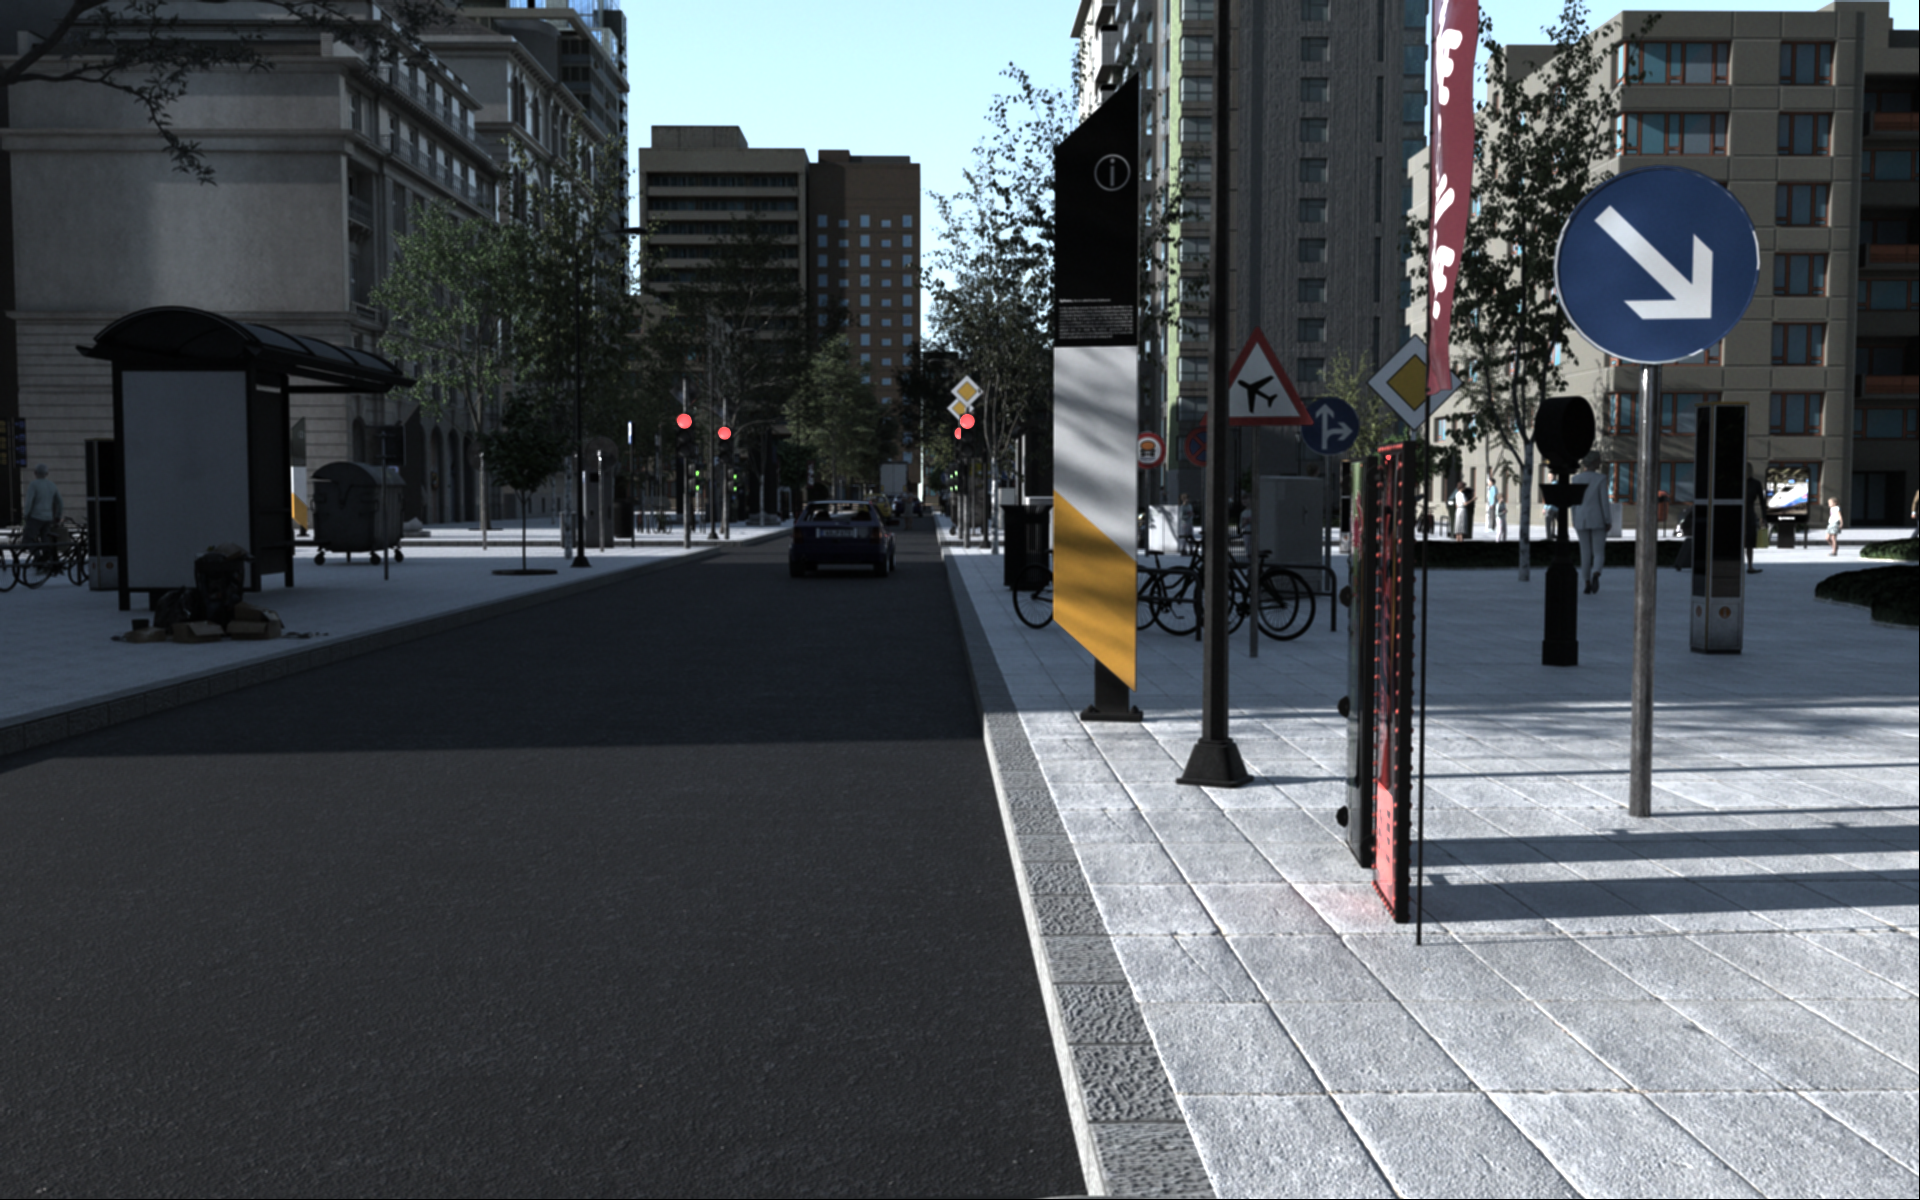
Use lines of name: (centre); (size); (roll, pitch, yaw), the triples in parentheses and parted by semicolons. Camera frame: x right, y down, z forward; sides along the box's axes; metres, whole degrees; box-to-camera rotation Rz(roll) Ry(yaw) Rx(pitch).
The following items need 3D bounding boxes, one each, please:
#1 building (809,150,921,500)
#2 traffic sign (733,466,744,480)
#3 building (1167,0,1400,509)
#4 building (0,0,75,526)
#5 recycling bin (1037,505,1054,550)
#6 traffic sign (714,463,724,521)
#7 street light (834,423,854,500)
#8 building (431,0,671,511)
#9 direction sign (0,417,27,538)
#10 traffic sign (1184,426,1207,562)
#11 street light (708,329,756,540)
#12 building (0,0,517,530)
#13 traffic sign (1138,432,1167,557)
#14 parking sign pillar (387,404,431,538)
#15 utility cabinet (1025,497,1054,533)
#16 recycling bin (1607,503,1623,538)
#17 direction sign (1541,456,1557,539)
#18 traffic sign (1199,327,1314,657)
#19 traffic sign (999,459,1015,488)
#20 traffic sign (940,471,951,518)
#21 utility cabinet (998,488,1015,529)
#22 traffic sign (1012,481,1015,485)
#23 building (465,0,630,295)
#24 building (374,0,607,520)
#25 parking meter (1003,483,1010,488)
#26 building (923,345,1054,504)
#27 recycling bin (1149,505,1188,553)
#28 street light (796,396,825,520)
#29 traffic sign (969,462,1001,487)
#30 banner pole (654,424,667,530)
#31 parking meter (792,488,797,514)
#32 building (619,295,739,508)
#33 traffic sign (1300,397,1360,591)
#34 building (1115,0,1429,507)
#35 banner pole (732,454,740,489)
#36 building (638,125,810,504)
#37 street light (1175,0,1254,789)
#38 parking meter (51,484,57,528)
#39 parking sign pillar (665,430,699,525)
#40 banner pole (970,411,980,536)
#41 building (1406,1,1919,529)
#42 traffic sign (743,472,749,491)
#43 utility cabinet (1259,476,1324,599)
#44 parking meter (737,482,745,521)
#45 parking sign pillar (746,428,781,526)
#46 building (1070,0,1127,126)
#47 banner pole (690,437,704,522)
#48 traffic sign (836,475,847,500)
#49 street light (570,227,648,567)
building: (-12.266, -35.360, 228.249); (14.200, 45.320, 14.600); (0, 4, -1)
traffic sign: (-10.325, -4.862, 79.603); (0.768, 2.556, 0.104); (0, 4, 8)
building: (20.900, -26.504, 116.927); (14.154, 41.232, 14.086); (0, 4, -1)
building: (-49.200, -16.747, 67.328); (24.014, 27.812, 14.314); (0, 4, -1)
recycling bin: (2.125, -1.621, 39.062); (0.722, 1.027, 0.722); (1, 4, 10)
traffic sign: (-9.683, -4.298, 70.379); (0.768, 2.556, 0.104); (0, 4, 4)
street light: (-7.635, -8.591, 113.003); (1.470, 5.913, 1.316); (0, 4, -1)
building: (-39.898, -27.092, 134.841); (32.217, 40.220, 23.993); (0, 4, -1)
direction sign: (-27.959, -3.612, 51.057); (0.379, 3.537, 0.876); (3, 4, 37)
traffic sign: (4.582, -1.983, 32.533); (0.768, 2.556, 0.104); (0, 4, 6)
street light: (-6.440, -4.664, 48.798); (1.470, 5.913, 1.316); (0, 4, -1)
building: (-28.257, -14.178, 73.605); (13.314, 21.916, 24.055); (0, 4, -1)
traffic sign: (3.838, -2.162, 35.456); (0.768, 2.556, 0.104); (0, 4, 7)
parking sign pillar: (-16.412, -3.833, 51.141); (1.447, 3.967, 1.447); (1, 4, 10)
utility cabinet: (2.036, -1.764, 40.007); (1.020, 1.237, 0.306); (-1, 4, -17)
recycling bin: (18.962, -2.347, 50.935); (0.722, 1.027, 0.722); (-1, 4, -14)
direction sign: (16.950, -3.509, 49.367); (0.379, 3.537, 0.876); (-3, 4, -36)
traffic sign: (2.311, -0.829, 13.554); (0.884, 2.594, 0.081); (0, 4, 4)
traffic sign: (1.764, -3.882, 63.570); (0.768, 2.556, 0.104); (0, 4, 5)
traffic sign: (-0.666, -5.686, 93.066); (0.768, 2.556, 0.104); (0, 4, 0)
utility cabinet: (1.805, -3.274, 62.210); (1.173, 1.500, 0.318); (-3, 5, -41)
traffic sign: (3.638, -6.492, 106.152); (0.884, 2.594, 0.081); (0, 4, 8)
building: (-57.083, -56.076, 229.515); (31.000, 86.520, 22.319); (0, 4, -1)
building: (-28.792, -18.962, 97.417); (14.401, 28.519, 23.554); (0, 4, -1)
parking meter: (2.544, -5.438, 94.626); (0.399, 1.863, 0.255); (2, 4, 24)
building: (9.412, -23.911, 235.991); (28.899, 21.520, 27.650); (0, 4, -1)
recycling bin: (4.592, -1.564, 38.132); (0.722, 1.027, 0.722); (2, 4, 23)
street light: (-7.009, -6.628, 80.901); (1.470, 5.913, 1.316); (0, 4, -1)
traffic sign: (1.489, -7.175, 111.180); (2.265, 3.308, 0.079); (0, 4, 6)
banner pole: (-10.792, -4.408, 62.087); (0.401, 3.779, 0.863); (1, 4, 9)
parking meter: (-10.301, -6.279, 108.365); (0.399, 1.863, 0.255); (1, 4, 20)
building: (-37.931, -19.993, 171.922); (28.899, 21.520, 27.650); (0, 4, -1)
traffic sign: (4.863, -1.391, 22.848); (0.768, 2.556, 0.104); (1, 4, 9)
building: (24.612, -31.978, 142.454); (23.786, 49.044, 30.456); (0, 4, -1)
banner pole: (-12.328, -6.419, 94.972); (0.863, 3.779, 0.401); (3, 5, 41)
building: (-30.335, -37.140, 230.932); (21.600, 48.544, 21.300); (0, 4, -1)
street light: (0.595, -2.141, 7.539); (1.470, 5.913, 1.316); (0, 4, -1)
parking meter: (-21.190, -1.947, 40.246); (0.372, 1.533, 0.369); (0, 3, 0)
parking sign pillar: (-11.773, -5.183, 73.217); (1.447, 3.967, 1.447); (0, 4, -7)
banner pole: (0.411, -3.841, 52.816); (0.401, 3.779, 0.863); (0, 4, -1)
building: (37.818, -14.144, 76.295); (28.899, 21.520, 27.650); (0, 4, -1)
traffic sign: (-12.245, -6.091, 99.596); (0.884, 2.594, 0.081); (0, 4, 2)
utility cabinet: (4.070, -0.771, 21.291); (0.318, 1.500, 1.173); (3, 5, 39)
parking meter: (-10.406, -4.683, 82.270); (0.399, 1.863, 0.255); (0, 4, -4)
parking sign pillar: (-8.076, -5.046, 70.969); (1.447, 3.967, 1.447); (3, 5, 42)
building: (26.273, -35.641, 171.972); (28.713, 52.752, 27.495); (0, 4, -1)
banner pole: (-11.445, -5.236, 75.619); (0.863, 3.779, 0.401); (-3, 5, -42)
traffic sign: (-8.029, -7.148, 116.981); (0.768, 2.556, 0.104); (0, 4, 8)
street light: (-6.122, -3.531, 30.266); (1.470, 5.913, 1.316); (0, 4, -1)
